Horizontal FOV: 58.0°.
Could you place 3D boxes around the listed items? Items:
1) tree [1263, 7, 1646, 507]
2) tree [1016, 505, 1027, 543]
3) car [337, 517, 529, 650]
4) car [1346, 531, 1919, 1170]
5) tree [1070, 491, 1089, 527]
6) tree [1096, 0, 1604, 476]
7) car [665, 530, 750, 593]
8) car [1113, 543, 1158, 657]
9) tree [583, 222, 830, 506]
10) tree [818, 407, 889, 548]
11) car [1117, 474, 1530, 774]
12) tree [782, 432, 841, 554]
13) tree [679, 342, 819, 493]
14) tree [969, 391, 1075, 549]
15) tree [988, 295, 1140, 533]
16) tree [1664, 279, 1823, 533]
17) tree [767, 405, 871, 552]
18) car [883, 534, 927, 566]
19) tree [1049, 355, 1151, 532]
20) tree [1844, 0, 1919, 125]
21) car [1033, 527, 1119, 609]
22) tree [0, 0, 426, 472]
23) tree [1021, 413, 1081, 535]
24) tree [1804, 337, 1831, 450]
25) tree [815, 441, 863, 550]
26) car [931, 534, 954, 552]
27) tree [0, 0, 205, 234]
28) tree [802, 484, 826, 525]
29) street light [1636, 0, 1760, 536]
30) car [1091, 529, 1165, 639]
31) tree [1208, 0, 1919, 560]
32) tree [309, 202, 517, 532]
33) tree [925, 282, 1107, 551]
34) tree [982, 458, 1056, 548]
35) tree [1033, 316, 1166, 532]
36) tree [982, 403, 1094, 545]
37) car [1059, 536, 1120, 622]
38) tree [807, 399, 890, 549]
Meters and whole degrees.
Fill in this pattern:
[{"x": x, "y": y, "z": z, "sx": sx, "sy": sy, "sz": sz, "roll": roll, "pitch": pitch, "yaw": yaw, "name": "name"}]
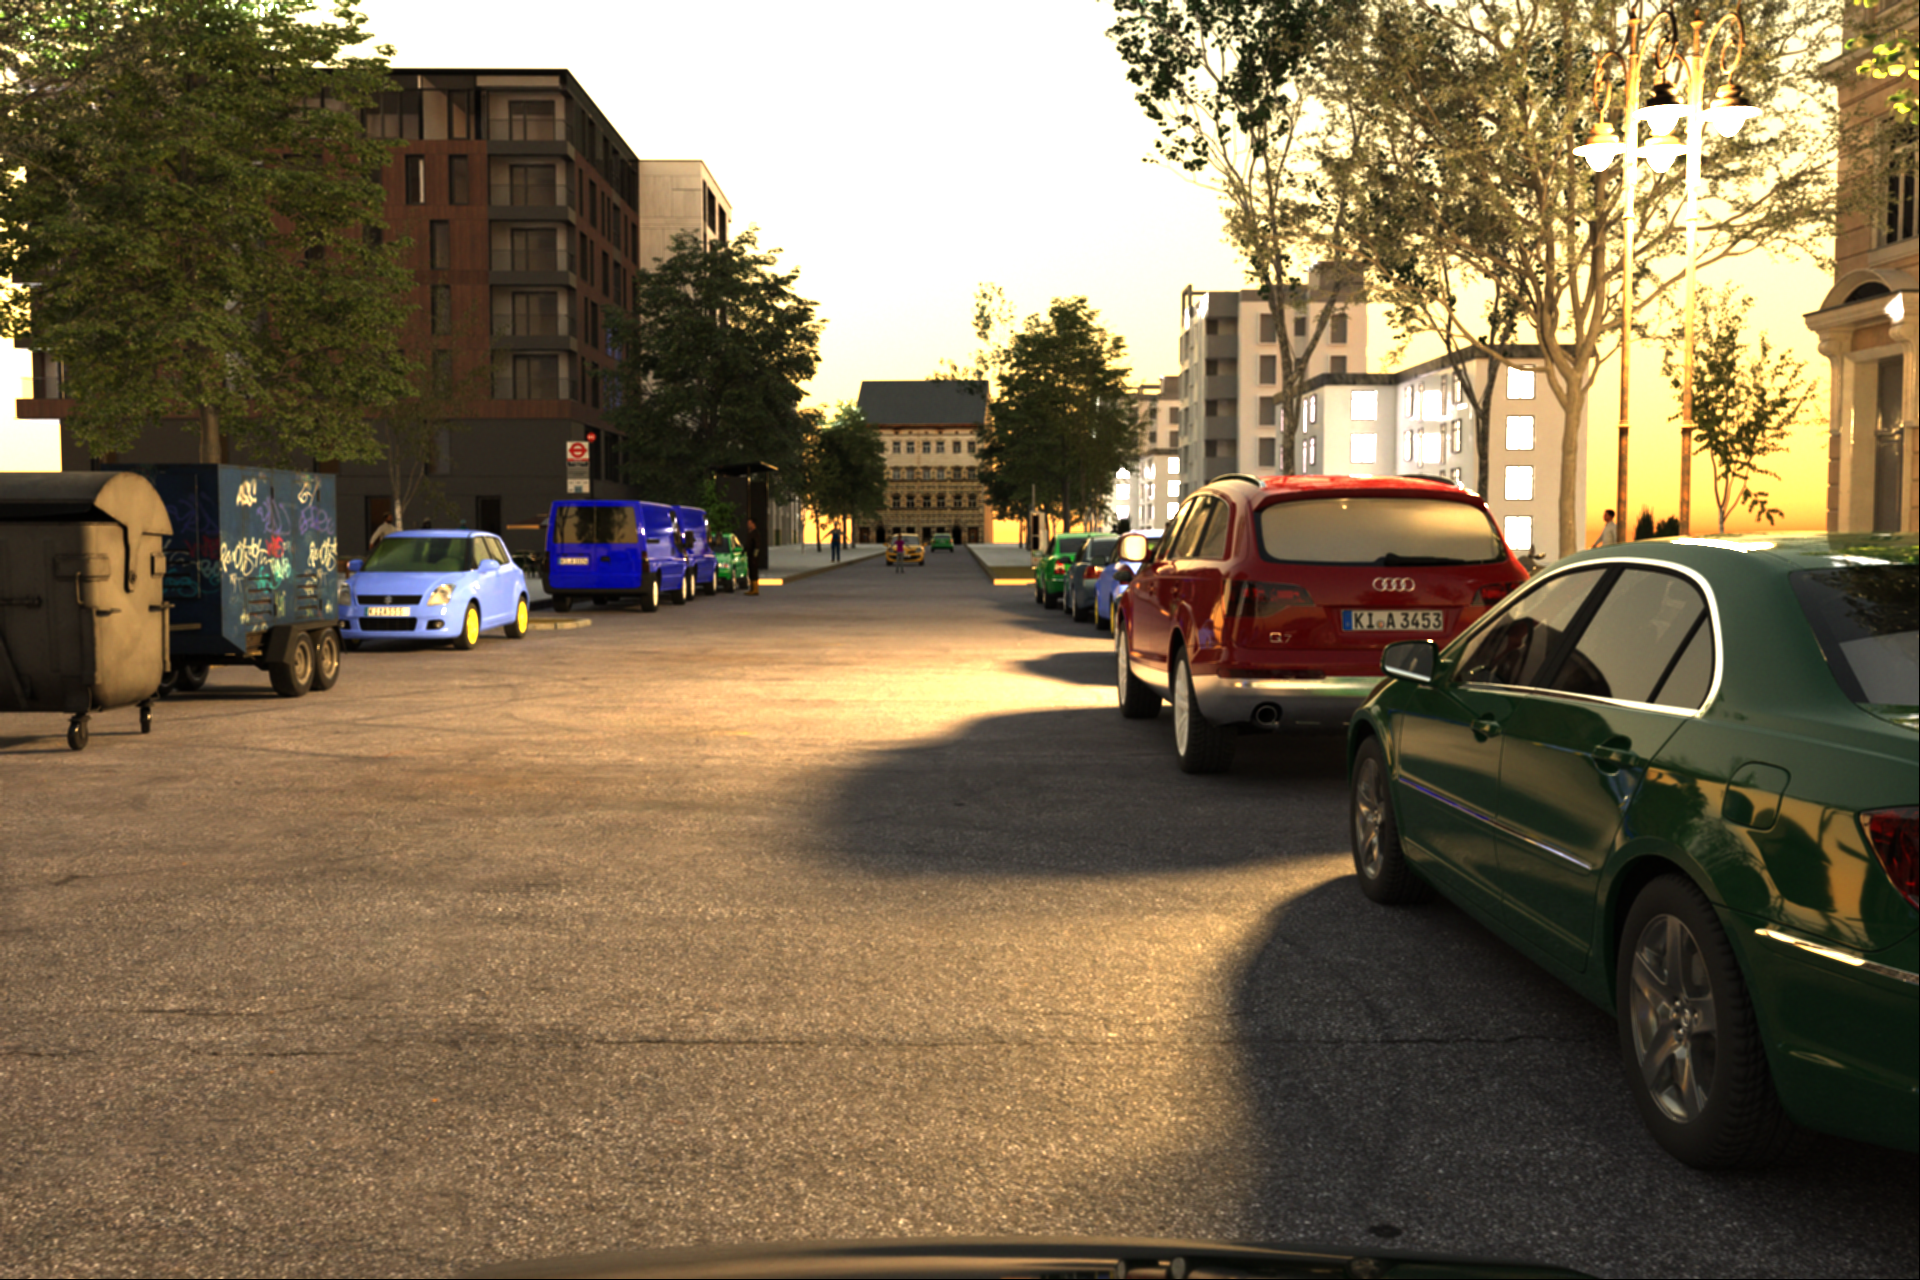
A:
[{"x": 17.907, "y": -12.659, "z": 62.866, "sx": 12.611, "sy": 20.169, "sz": 13.585, "roll": 0, "pitch": 3, "yaw": 0, "name": "tree"}, {"x": 8.889, "y": -17.808, "z": 241.528, "sx": 4.737, "sy": 8.622, "sz": 4.395, "roll": 0, "pitch": 3, "yaw": 0, "name": "tree"}, {"x": -6.834, "y": -0.789, "z": 22.483, "sx": 1.945, "sy": 1.707, "sz": 3.694, "roll": 0, "pitch": 4, "yaw": 0, "name": "car"}, {"x": 2.513, "y": 0.395, "z": 5.343, "sx": 2.131, "sy": 1.459, "sz": 4.920, "roll": 0, "pitch": 4, "yaw": -1, "name": "car"}, {"x": 18.776, "y": -20.721, "z": 245.440, "sx": 9.857, "sy": 13.997, "sz": 8.962, "roll": 0, "pitch": 3, "yaw": 0, "name": "tree"}, {"x": 9.908, "y": -11.638, "z": 46.164, "sx": 12.611, "sy": 20.169, "sz": 13.585, "roll": 0, "pitch": 3, "yaw": 0, "name": "tree"}, {"x": -6.393, "y": -2.139, "z": 43.770, "sx": 1.959, "sy": 1.807, "sz": 4.718, "roll": 0, "pitch": 3, "yaw": 0, "name": "car"}, {"x": 2.670, "y": -0.381, "z": 18.240, "sx": 2.014, "sy": 1.417, "sz": 4.499, "roll": 0, "pitch": 4, "yaw": -1, "name": "car"}, {"x": -10.017, "y": -10.017, "z": 70.427, "sx": 9.857, "sy": 13.997, "sz": 8.962, "roll": 0, "pitch": 3, "yaw": 0, "name": "tree"}, {"x": -9.920, "y": -14.438, "z": 154.195, "sx": 7.486, "sy": 12.596, "sz": 7.792, "roll": 0, "pitch": 3, "yaw": 0, "name": "tree"}, {"x": 2.297, "y": -0.198, "z": 11.918, "sx": 2.281, "sy": 1.827, "sz": 5.304, "roll": 0, "pitch": 4, "yaw": -1, "name": "car"}, {"x": -10.107, "y": -9.936, "z": 112.818, "sx": 4.737, "sy": 8.622, "sz": 4.395, "roll": 0, "pitch": 3, "yaw": 0, "name": "tree"}, {"x": -10.149, "y": -9.039, "z": 82.196, "sx": 7.601, "sy": 10.594, "sz": 8.767, "roll": 0, "pitch": 4, "yaw": 3, "name": "tree"}, {"x": 5.725, "y": -14.584, "z": 145.096, "sx": 9.857, "sy": 13.997, "sz": 8.962, "roll": 0, "pitch": 3, "yaw": 0, "name": "tree"}, {"x": 4.935, "y": -10.059, "z": 82.595, "sx": 7.486, "sy": 12.596, "sz": 7.792, "roll": 0, "pitch": 3, "yaw": 0, "name": "tree"}, {"x": 22.150, "y": -6.088, "z": 49.897, "sx": 4.737, "sy": 8.622, "sz": 4.395, "roll": 0, "pitch": 3, "yaw": 0, "name": "tree"}, {"x": -10.349, "y": -11.666, "z": 125.159, "sx": 8.767, "sy": 10.594, "sz": 7.601, "roll": -2, "pitch": 4, "yaw": -35, "name": "tree"}, {"x": -2.502, "y": -4.247, "z": 79.659, "sx": 2.015, "sy": 1.641, "sz": 3.980, "roll": 0, "pitch": 4, "yaw": 0, "name": "car"}, {"x": 5.415, "y": -7.443, "z": 72.054, "sx": 4.360, "sy": 8.622, "sz": 3.978, "roll": 0, "pitch": 3, "yaw": 0, "name": "tree"}, {"x": 9.051, "y": -6.255, "z": 8.928, "sx": 9.857, "sy": 13.997, "sz": 8.962, "roll": 0, "pitch": 3, "yaw": 0, "name": "tree"}, {"x": 2.469, "y": -1.573, "z": 34.523, "sx": 1.959, "sy": 1.807, "sz": 4.718, "roll": 0, "pitch": 4, "yaw": -1, "name": "car"}, {"x": -12.972, "y": -6.765, "z": 28.730, "sx": 7.486, "sy": 12.596, "sz": 7.792, "roll": 0, "pitch": 3, "yaw": 0, "name": "tree"}, {"x": 5.261, "y": -8.815, "z": 94.492, "sx": 4.360, "sy": 8.622, "sz": 3.978, "roll": 0, "pitch": 3, "yaw": 0, "name": "tree"}, {"x": 27.851, "y": -6.151, "z": 50.939, "sx": 4.360, "sy": 8.622, "sz": 3.978, "roll": 0, "pitch": 3, "yaw": 0, "name": "tree"}, {"x": -9.545, "y": -11.411, "z": 136.924, "sx": 4.737, "sy": 8.622, "sz": 4.395, "roll": 0, "pitch": 3, "yaw": 0, "name": "tree"}, {"x": -1.420, "y": -7.900, "z": 137.962, "sx": 1.959, "sy": 1.807, "sz": 4.718, "roll": 0, "pitch": 4, "yaw": -1, "name": "car"}, {"x": -12.462, "y": -6.453, "z": 15.872, "sx": 12.009, "sy": 13.543, "sz": 11.850, "roll": 0, "pitch": 3, "yaw": 0, "name": "tree"}, {"x": -21.562, "y": -18.730, "z": 240.644, "sx": 7.601, "sy": 10.594, "sz": 8.767, "roll": 0, "pitch": 4, "yaw": 7, "name": "tree"}, {"x": 6.472, "y": -2.605, "z": 15.378, "sx": 0.468, "sy": 5.910, "sz": 1.993, "roll": 0, "pitch": 4, "yaw": 0, "name": "street light"}, {"x": 2.881, "y": -0.935, "z": 24.875, "sx": 1.945, "sy": 1.707, "sz": 3.694, "roll": 0, "pitch": 4, "yaw": -1, "name": "car"}, {"x": 9.165, "y": -7.062, "z": 25.831, "sx": 12.009, "sy": 13.543, "sz": 11.850, "roll": 0, "pitch": 3, "yaw": 0, "name": "tree"}, {"x": -12.854, "y": -5.422, "z": 39.008, "sx": 4.360, "sy": 8.622, "sz": 3.978, "roll": 0, "pitch": 3, "yaw": 0, "name": "tree"}, {"x": 4.038, "y": -16.854, "z": 131.456, "sx": 12.611, "sy": 20.169, "sz": 13.585, "roll": 0, "pitch": 3, "yaw": 0, "name": "tree"}, {"x": 5.733, "y": -13.554, "z": 156.014, "sx": 8.767, "sy": 10.594, "sz": 7.601, "roll": 3, "pitch": 5, "yaw": 44, "name": "tree"}, {"x": 4.122, "y": -6.657, "z": 59.204, "sx": 4.360, "sy": 8.622, "sz": 3.978, "roll": 0, "pitch": 3, "yaw": 0, "name": "tree"}, {"x": 5.832, "y": -11.001, "z": 114.273, "sx": 8.767, "sy": 10.594, "sz": 7.601, "roll": 0, "pitch": 4, "yaw": -7, "name": "tree"}, {"x": 2.724, "y": -1.074, "z": 29.558, "sx": 2.014, "sy": 1.417, "sz": 4.499, "roll": 0, "pitch": 4, "yaw": 0, "name": "car"}, {"x": -9.659, "y": -13.881, "z": 145.073, "sx": 7.486, "sy": 12.596, "sz": 7.792, "roll": 0, "pitch": 3, "yaw": 0, "name": "tree"}]
